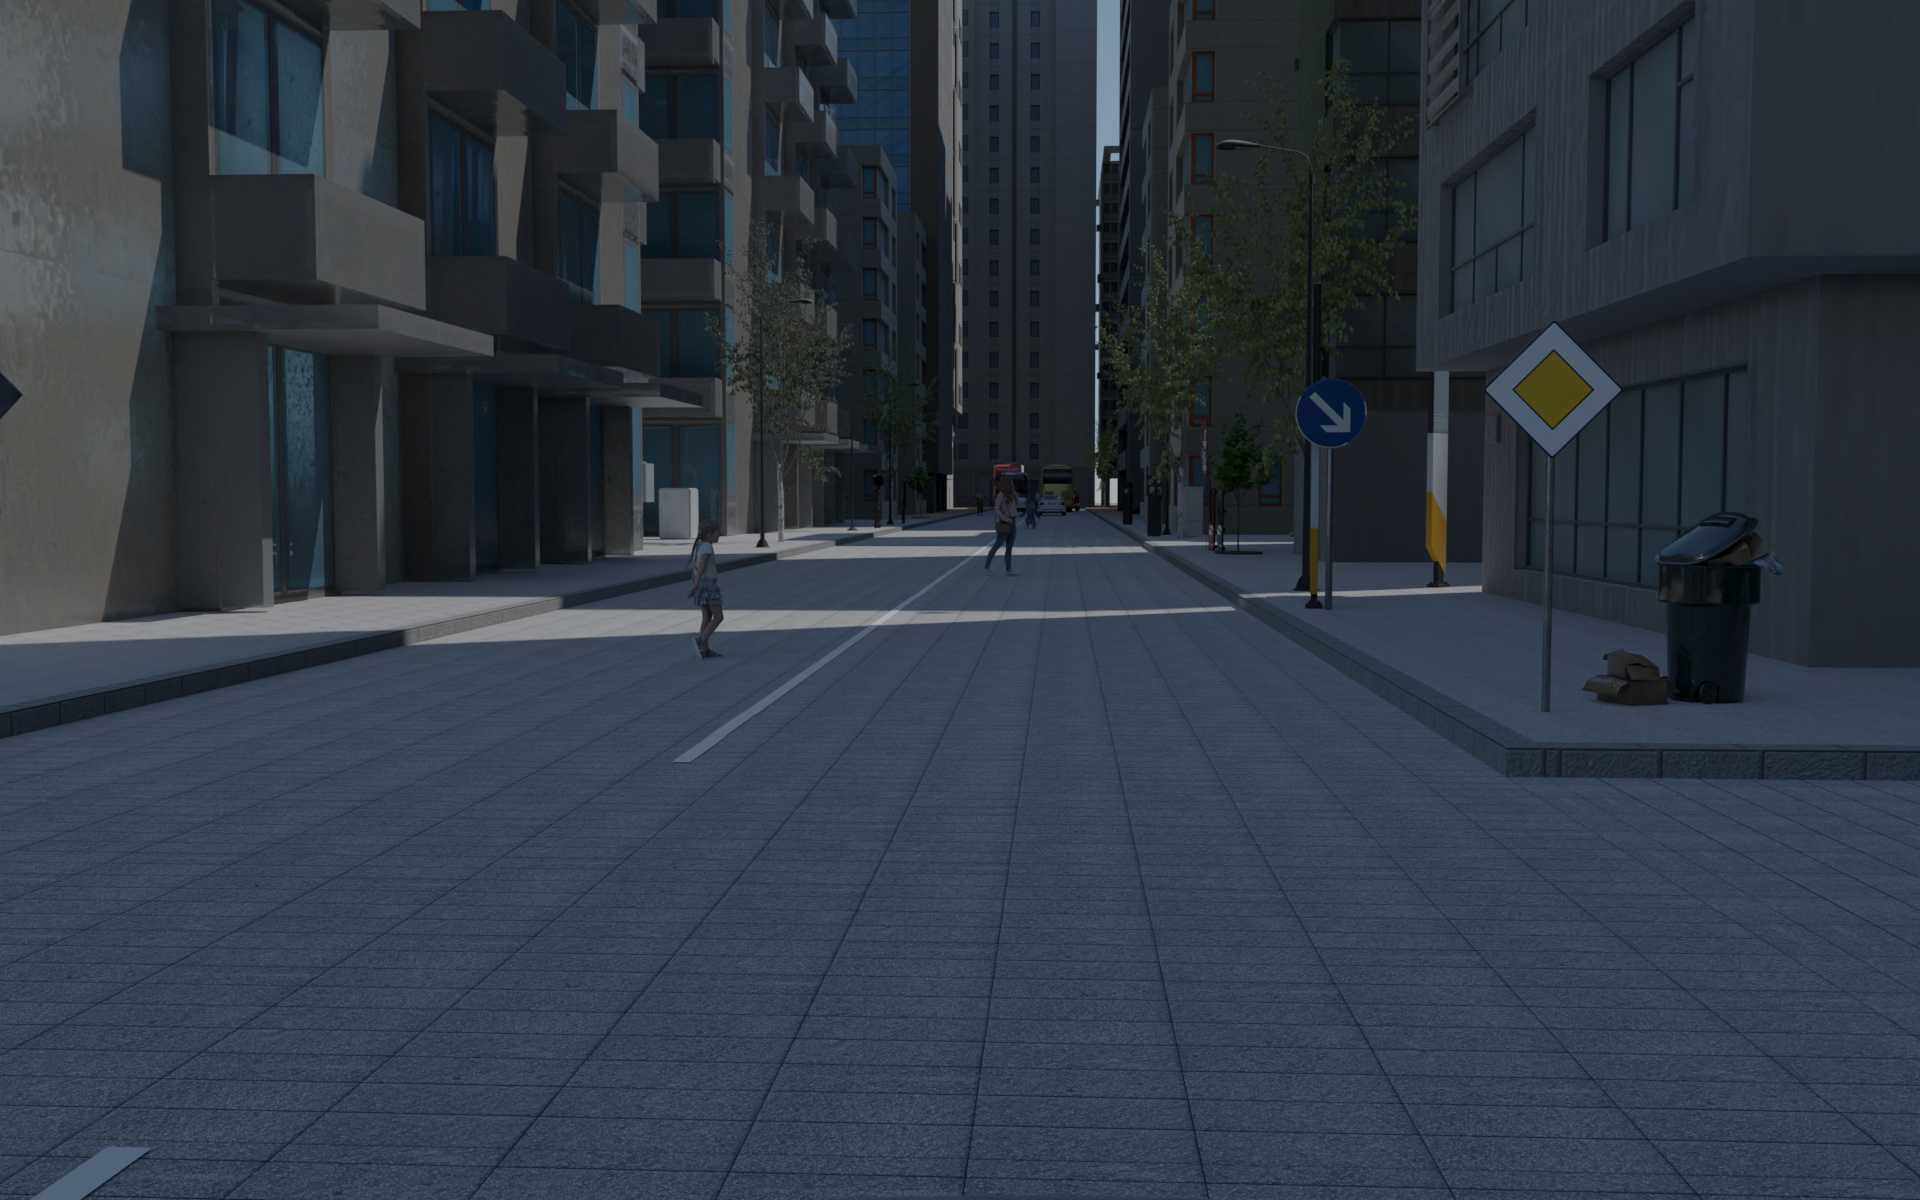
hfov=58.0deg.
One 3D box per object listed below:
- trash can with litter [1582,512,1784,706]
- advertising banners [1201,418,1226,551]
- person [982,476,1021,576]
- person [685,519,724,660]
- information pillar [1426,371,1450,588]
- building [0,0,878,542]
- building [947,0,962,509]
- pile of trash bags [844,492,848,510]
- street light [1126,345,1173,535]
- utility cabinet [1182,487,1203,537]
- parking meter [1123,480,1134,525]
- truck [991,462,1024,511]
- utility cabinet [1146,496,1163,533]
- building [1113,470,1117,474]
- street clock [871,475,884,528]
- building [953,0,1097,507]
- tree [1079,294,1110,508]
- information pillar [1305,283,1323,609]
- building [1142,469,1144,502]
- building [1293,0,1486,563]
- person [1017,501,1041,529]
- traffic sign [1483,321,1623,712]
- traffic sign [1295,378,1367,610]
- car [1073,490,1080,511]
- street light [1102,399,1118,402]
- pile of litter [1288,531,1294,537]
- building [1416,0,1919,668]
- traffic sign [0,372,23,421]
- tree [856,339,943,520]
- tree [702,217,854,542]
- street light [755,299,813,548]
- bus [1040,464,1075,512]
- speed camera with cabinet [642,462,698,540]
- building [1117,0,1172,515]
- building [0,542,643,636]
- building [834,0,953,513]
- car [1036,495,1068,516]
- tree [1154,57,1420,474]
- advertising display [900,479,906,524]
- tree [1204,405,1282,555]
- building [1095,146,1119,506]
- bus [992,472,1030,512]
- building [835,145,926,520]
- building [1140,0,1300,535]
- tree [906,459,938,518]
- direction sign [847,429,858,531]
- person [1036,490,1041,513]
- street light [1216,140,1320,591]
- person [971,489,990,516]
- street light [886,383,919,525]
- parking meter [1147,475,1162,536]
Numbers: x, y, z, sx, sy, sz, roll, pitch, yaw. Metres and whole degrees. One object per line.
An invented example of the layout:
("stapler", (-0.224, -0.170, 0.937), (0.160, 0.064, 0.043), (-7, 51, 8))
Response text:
("trash can with litter", (4.432, 0.046, 10.640), (1.055, 1.170, 0.624), (-1, 4, -18))
("advertising banners", (5.728, -2.635, 39.269), (0.090, 3.025, 2.074), (0, 4, -6))
("person", (0.729, -1.301, 30.357), (0.643, 1.750, 0.593), (2, 4, 26))
("person", (-2.279, -0.100, 15.151), (0.382, 1.210, 0.505), (-2, 4, -29))
("information pillar", (6.543, -1.979, 23.706), (0.183, 3.616, 0.504), (3, 5, 40))
("building", (-15.834, -27.193, 64.221), (23.786, 49.044, 30.456), (0, 4, 3))
("building", (-13.512, -34.103, 146.828), (27.495, 52.752, 28.713), (0, 4, 3))
("pile of trash bags", (-7.169, -4.596, 84.897), (3.447, 1.369, 1.912), (1, 4, 11))
("street light", (5.945, -4.989, 54.114), (1.470, 5.913, 1.316), (0, 4, 3))
("utility cabinet", (6.851, -2.618, 51.487), (0.318, 1.500, 1.173), (2, 4, 30))
("parking meter", (7.027, -4.080, 72.417), (0.399, 1.863, 0.255), (2, 4, 32))
("truck", (4.341, -10.126, 154.471), (2.839, 4.237, 11.283), (0, 4, 3))
("utility cabinet", (6.372, -2.792, 56.817), (0.306, 1.237, 1.020), (-1, 4, -9))
("building", (24.895, -32.005, 142.896), (23.786, 49.044, 30.456), (0, 4, 3))
("street clock", (-3.115, -3.713, 65.269), (0.471, 2.002, 0.358), (-3, 4, -37))
("building", (-0.096, -39.011, 179.828), (28.212, 58.520, 21.231), (0, 4, 3))
("tree", (6.036, -6.045, 49.205), (4.737, 8.622, 4.395), (0, 3, 0))
("information pillar", (4.011, -1.722, 19.504), (0.183, 3.616, 0.504), (1, 4, 13))
("building", (20.916, -40.158, 94.830), (20.563, 71.187, 20.611), (0, 4, 3))
("building", (14.323, -16.295, 38.117), (14.160, 30.474, 14.107), (0, 4, 3))
("person", (2.831, -3.509, 71.376), (1.012, 1.151, 0.738), (0, 4, 4))
("traffic sign", (3.449, -0.398, 10.146), (0.795, 2.450, 0.064), (0, 4, 3))
("traffic sign", (4.087, -1.164, 19.130), (0.768, 2.556, 0.104), (1, 4, 13))
("car", (9.256, -8.596, 149.223), (2.281, 1.827, 5.304), (0, 4, 2))
("street light", (7.631, -6.874, 84.924), (1.470, 5.913, 1.316), (0, 4, 3))
("pile of litter", (10.311, -2.295, 51.492), (1.176, 0.858, 1.719), (2, 4, 33))
("building", (12.425, -20.230, 14.358), (14.086, 41.232, 14.154), (0, 4, 3))
("traffic sign", (-6.178, -0.433, 10.726), (0.795, 2.450, 0.064), (0, 4, 3))
("tree", (-3.092, -8.121, 83.148), (4.737, 8.622, 4.395), (0, 3, 0))
("tree", (-4.786, -5.856, 46.103), (4.360, 8.622, 3.978), (0, 3, 0))
("street light", (-4.201, -4.209, 41.355), (1.470, 5.913, 1.316), (0, 4, 3))
("bus", (7.848, -9.047, 139.461), (2.896, 3.916, 12.252), (0, 4, 3))
("speed camera with cabinet", (-8.486, -3.357, 49.228), (2.038, 3.252, 0.660), (1, 4, 16))
("building", (21.779, -30.174, 117.050), (21.300, 48.544, 21.600), (0, 4, 3))
("building", (-17.528, -24.848, 25.871), (23.786, 49.044, 30.456), (0, 4, 3))
("building", (-7.883, -28.840, 121.640), (14.600, 45.320, 14.200), (0, 4, 3))
("car", (6.135, -6.300, 115.367), (2.083, 1.381, 4.827), (0, 4, 3))
("tree", (5.669, -4.811, 29.024), (4.737, 8.622, 4.395), (0, 3, 0))
("advertising display", (-2.463, -4.269, 75.017), (0.123, 1.923, 0.974), (-1, 4, -8))
("tree", (5.860, -2.593, 37.000), (1.663, 3.219, 1.824), (0, 3, 0))
("building", (26.477, -30.076, 183.623), (23.993, 40.220, 32.217), (0, 4, 3))
("bus", (4.292, -8.913, 140.582), (2.948, 3.499, 13.247), (0, 4, 3))
("building", (-16.880, -15.666, 101.182), (27.650, 21.520, 28.899), (0, 4, 3))
("building", (21.621, -13.604, 67.463), (27.650, 21.520, 28.899), (0, 4, 3))
("tree", (-2.251, -6.082, 94.048), (1.663, 3.219, 1.824), (0, 3, 0))
("direction sign", (-3.787, -4.207, 60.778), (0.379, 3.537, 0.876), (0, 4, -5))
("person", (5.551, -6.877, 121.875), (0.436, 1.711, 0.756), (0, 4, 2))
("street light", (4.062, -3.079, 22.878), (1.470, 5.913, 1.316), (0, 4, 3))
("person", (1.328, -6.347, 113.010), (1.217, 1.736, 0.721), (-1, 4, -10))
("street light", (-2.391, -6.117, 72.558), (1.470, 5.913, 1.316), (0, 4, 3))
("parking meter", (5.918, -2.870, 52.637), (0.399, 1.863, 0.255), (3, 5, 43))
